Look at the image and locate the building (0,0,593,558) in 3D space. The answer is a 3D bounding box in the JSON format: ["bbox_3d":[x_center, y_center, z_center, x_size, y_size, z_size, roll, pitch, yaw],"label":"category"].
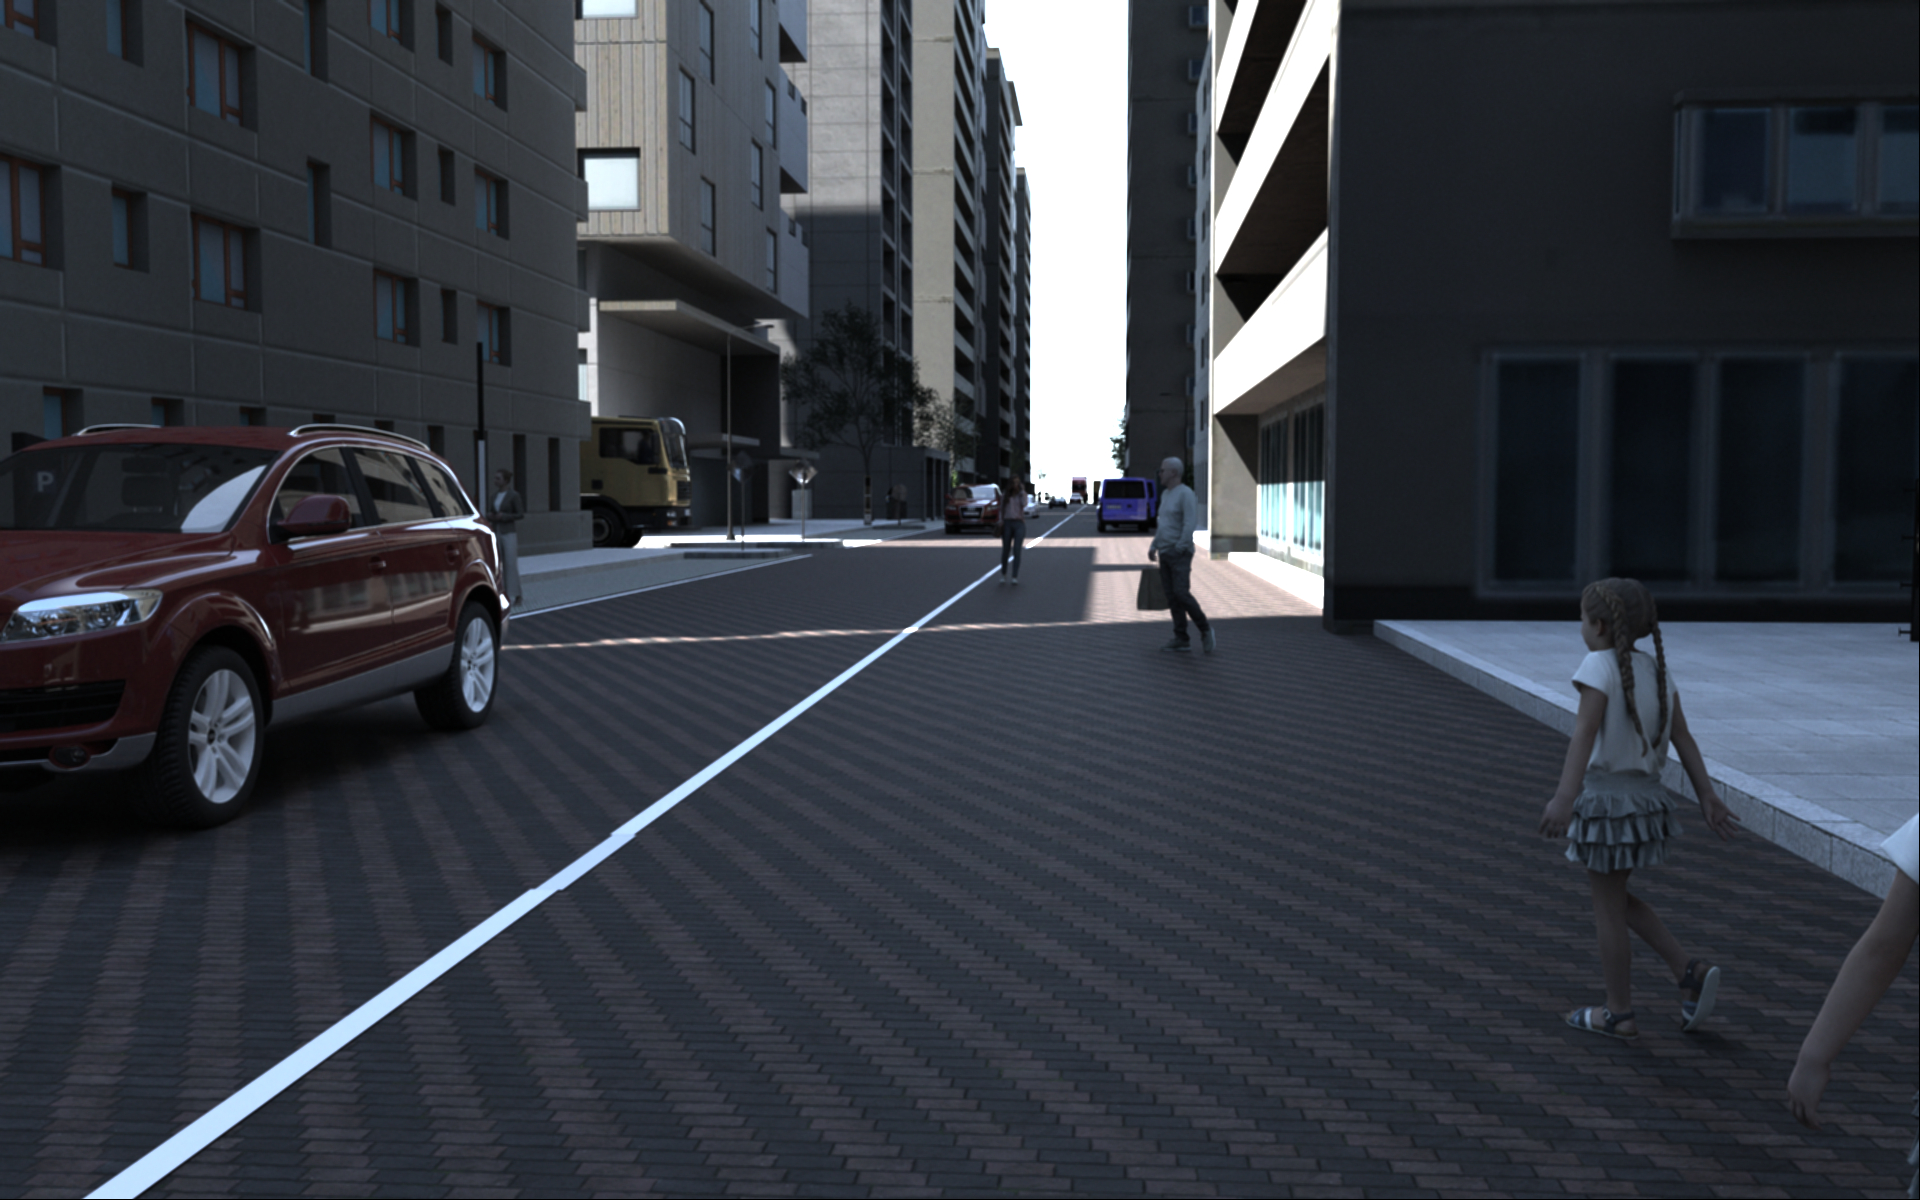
[{"bbox_3d":[-24.048,-11.126,26.958,28.899,21.520,27.650,0,4,5],"label":"building"}]

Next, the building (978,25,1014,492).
[{"bbox_3d":[-5.867,-34.153,182.108,21.300,48.544,21.600,0,4,5],"label":"building"}]

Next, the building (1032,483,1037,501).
[{"bbox_3d":[-4.473,-35.197,267.349,32.217,40.220,23.993,0,4,5],"label":"building"}]

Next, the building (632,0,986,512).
[{"bbox_3d":[-11.720,-34.779,157.868,28.713,52.752,27.495,0,4,5],"label":"building"}]

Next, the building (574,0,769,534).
[{"bbox_3d":[-20.599,-28.932,62.272,28.713,52.752,27.495,0,4,5],"label":"building"}]

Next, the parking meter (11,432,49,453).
[{"bbox_3d":[-8.820,-0.667,16.615,0.255,1.863,0.399,2,4,32],"label":"parking meter"}]

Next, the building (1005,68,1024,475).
[{"bbox_3d":[-6.829,-38.558,219.660,28.713,52.752,27.495,0,4,5],"label":"building"}]

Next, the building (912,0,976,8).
[{"bbox_3d":[-10.195,-31.167,133.288,21.300,48.544,21.600,0,4,5],"label":"building"}]

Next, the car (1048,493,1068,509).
[{"bbox_3d":[9.742,-9.932,172.182,2.009,1.686,4.222,0,4,5],"label":"car"}]

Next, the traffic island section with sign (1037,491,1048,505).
[{"bbox_3d":[12.821,-15.133,256.051,1.989,1.847,2.006,0,4,5],"label":"traffic island section with sign"}]

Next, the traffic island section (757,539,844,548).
[{"bbox_3d":[-4.307,-1.534,47.365,2.009,0.180,2.903,0,4,5],"label":"traffic island section"}]

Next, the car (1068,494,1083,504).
[{"bbox_3d":[15.982,-14.098,239.536,2.155,1.783,4.494,0,4,5],"label":"car"}]

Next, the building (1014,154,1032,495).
[{"bbox_3d":[-1.022,-37.932,243.897,21.300,48.544,21.600,0,4,5],"label":"building"}]

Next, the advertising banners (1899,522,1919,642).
[{"bbox_3d":[9.123,-1.124,14.564,2.074,3.025,0.090,2,4,26],"label":"advertising banners"}]

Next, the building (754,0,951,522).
[{"bbox_3d":[-11.120,-40.292,97.026,20.563,71.187,20.611,0,4,5],"label":"building"}]

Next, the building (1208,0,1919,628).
[{"bbox_3d":[15.278,-24.590,25.747,21.300,48.544,21.600,0,4,5],"label":"building"}]

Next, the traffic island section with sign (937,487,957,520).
[{"bbox_3d":[-0.226,-5.407,97.034,1.989,1.847,2.006,0,4,5],"label":"traffic island section with sign"}]

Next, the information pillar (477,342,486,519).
[{"bbox_3d":[-7.444,-2.178,26.960,0.183,3.616,0.504,-1,4,-14],"label":"information pillar"}]

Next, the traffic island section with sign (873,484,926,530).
[{"bbox_3d":[-2.433,-3.764,70.169,1.989,1.847,2.006,0,4,5],"label":"traffic island section with sign"}]

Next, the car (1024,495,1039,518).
[{"bbox_3d":[3.757,-5.606,104.015,2.083,1.381,4.827,0,4,5],"label":"car"}]

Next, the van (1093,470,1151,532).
[{"bbox_3d":[6.250,-3.807,66.621,2.240,2.365,5.245,0,4,3],"label":"van"}]

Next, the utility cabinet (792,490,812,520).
[{"bbox_3d":[-7.876,-4.745,86.266,1.173,1.500,0.318,3,5,43],"label":"utility cabinet"}]

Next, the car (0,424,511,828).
[{"bbox_3d":[-4.055,-0.031,9.176,2.281,1.827,5.304,0,4,4],"label":"car"}]

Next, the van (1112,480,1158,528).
[{"bbox_3d":[7.568,-4.349,75.483,2.240,2.365,5.245,0,4,4],"label":"van"}]

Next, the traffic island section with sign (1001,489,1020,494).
[{"bbox_3d":[3.840,-8.439,146.598,1.989,1.847,2.006,0,4,5],"label":"traffic island section with sign"}]

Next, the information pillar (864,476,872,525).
[{"bbox_3d":[-3.804,-4.086,71.305,0.304,2.012,0.304,-1,4,-9],"label":"information pillar"}]

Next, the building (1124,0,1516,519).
[{"bbox_3d":[21.317,-29.687,109.077,21.300,48.544,21.600,0,4,5],"label":"building"}]

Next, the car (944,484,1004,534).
[{"bbox_3d":[0.619,-3.380,63.939,2.281,1.827,5.304,0,4,5],"label":"car"}]

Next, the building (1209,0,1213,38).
[{"bbox_3d":[19.338,-26.501,83.399,14.600,45.320,14.200,0,4,5],"label":"building"}]

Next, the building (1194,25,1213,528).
[{"bbox_3d":[23.453,-13.154,60.107,28.899,21.520,27.650,0,4,5],"label":"building"}]

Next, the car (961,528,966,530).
[{"bbox_3d":[0.958,-3.725,71.131,2.015,1.641,3.980,0,4,3],"label":"car"}]
